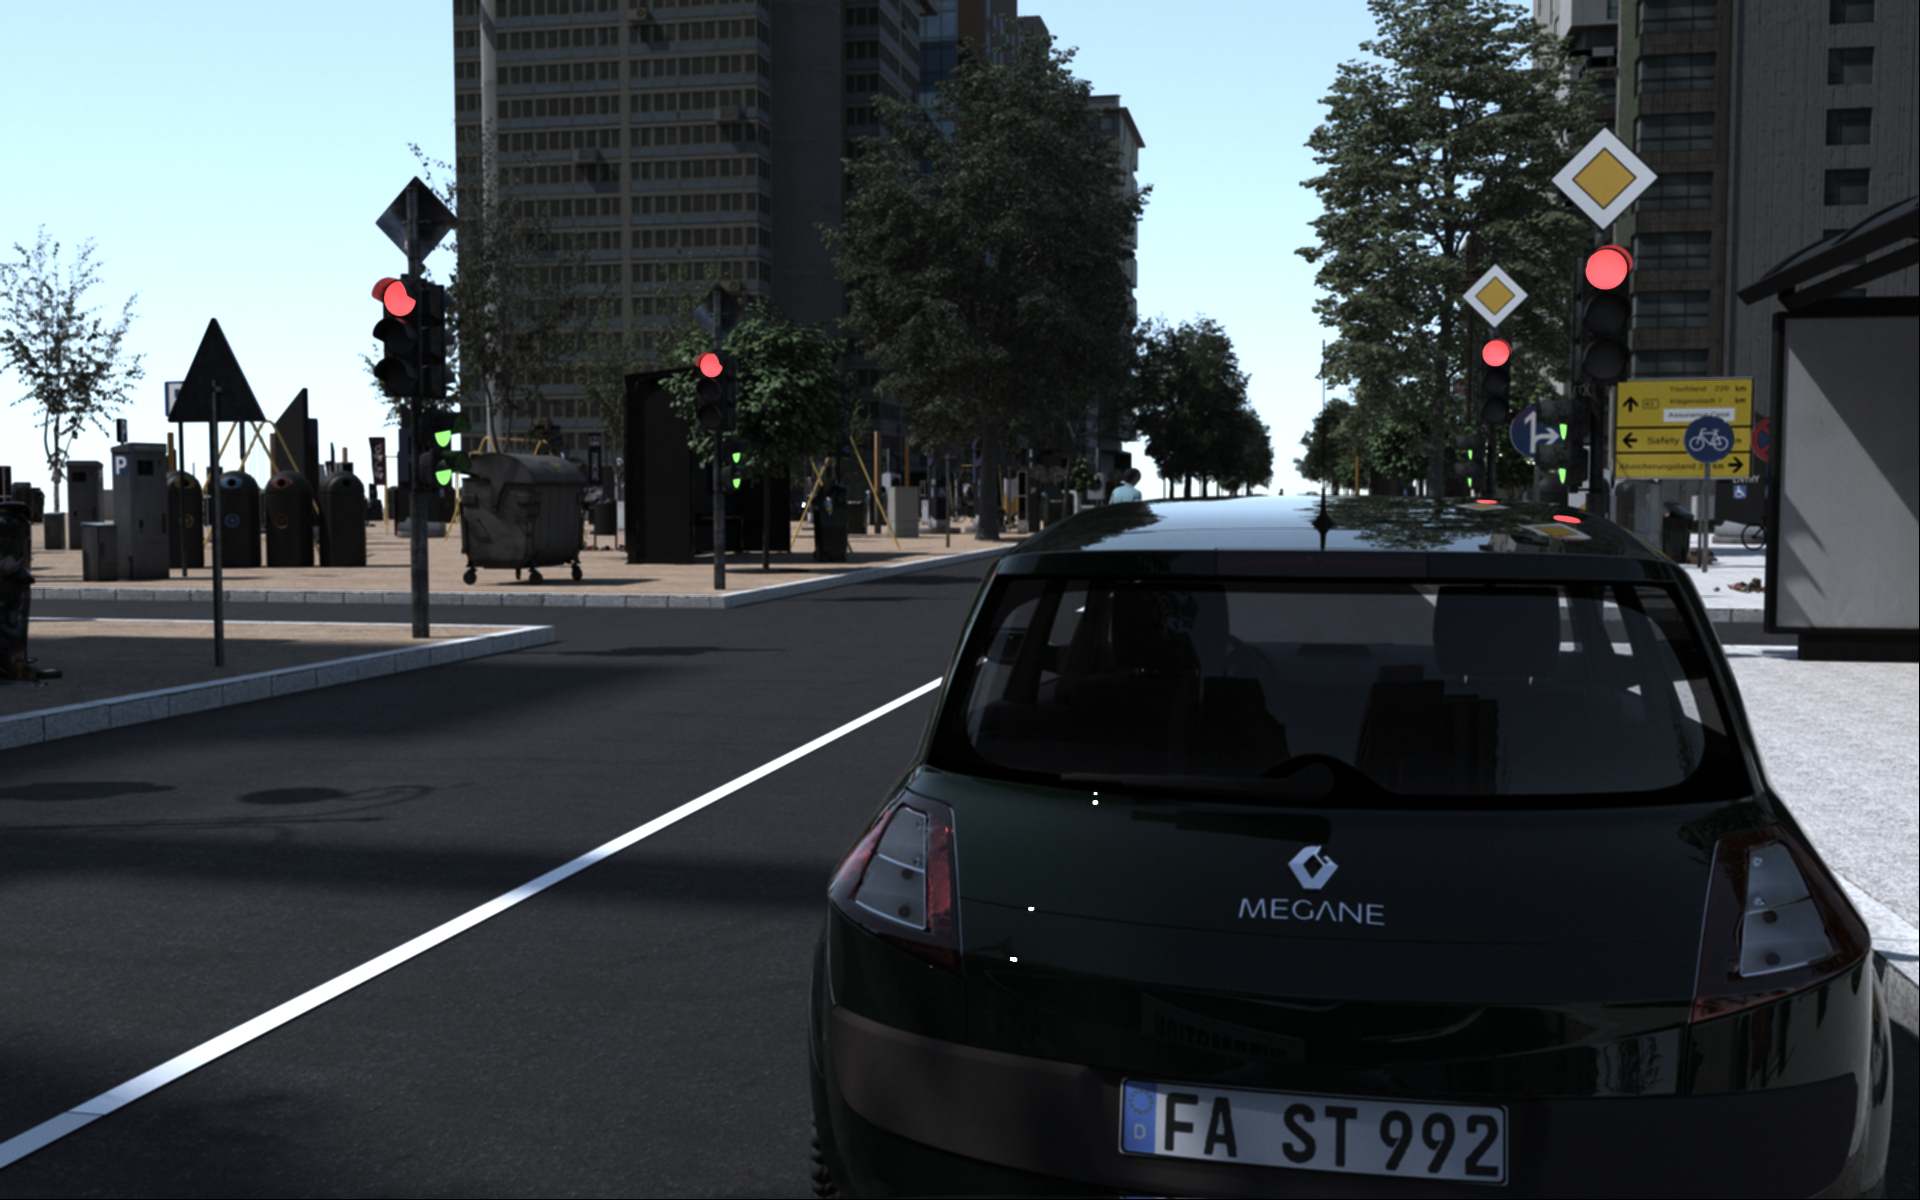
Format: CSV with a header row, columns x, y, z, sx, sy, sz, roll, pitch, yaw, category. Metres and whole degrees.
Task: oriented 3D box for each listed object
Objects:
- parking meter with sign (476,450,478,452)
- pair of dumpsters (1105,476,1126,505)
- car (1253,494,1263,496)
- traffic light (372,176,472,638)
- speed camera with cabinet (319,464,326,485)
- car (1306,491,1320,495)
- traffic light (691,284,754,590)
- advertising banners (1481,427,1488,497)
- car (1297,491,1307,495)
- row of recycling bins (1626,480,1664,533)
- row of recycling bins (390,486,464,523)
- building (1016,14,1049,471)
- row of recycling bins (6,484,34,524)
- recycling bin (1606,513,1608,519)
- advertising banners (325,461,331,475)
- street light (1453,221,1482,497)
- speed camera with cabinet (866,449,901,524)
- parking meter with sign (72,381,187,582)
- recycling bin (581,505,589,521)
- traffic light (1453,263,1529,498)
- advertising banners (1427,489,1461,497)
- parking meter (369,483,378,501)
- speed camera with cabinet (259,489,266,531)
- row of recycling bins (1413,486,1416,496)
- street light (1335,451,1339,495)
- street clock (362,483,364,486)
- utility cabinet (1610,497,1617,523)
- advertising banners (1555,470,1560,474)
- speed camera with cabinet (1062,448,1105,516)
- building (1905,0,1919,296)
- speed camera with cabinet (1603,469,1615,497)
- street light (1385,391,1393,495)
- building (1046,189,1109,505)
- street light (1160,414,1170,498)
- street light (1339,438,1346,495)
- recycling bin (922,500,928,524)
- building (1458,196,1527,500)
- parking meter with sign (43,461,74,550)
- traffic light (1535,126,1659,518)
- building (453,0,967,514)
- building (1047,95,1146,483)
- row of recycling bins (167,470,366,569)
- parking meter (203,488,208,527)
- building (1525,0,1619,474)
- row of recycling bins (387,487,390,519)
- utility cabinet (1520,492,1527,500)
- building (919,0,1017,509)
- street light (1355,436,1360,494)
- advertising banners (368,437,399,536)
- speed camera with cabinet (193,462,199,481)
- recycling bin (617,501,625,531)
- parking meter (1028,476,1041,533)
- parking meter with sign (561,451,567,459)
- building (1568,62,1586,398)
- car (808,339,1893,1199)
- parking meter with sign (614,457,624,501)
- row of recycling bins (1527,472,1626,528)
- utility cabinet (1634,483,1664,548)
x,y,z,sx,sy,sz,roll,pitch,yaw,category
-18.504,-4.483,69.563,1.738,3.016,0.543,-1,4,-16,parking meter with sign
8.297,-5.515,92.666,1.574,2.255,4.437,1,4,12,pair of dumpsters
34.185,-11.556,198.728,2.009,1.686,4.222,1,4,12,car
-4.800,-1.616,15.350,0.839,4.253,0.868,1,4,11,traffic light
-18.425,-3.379,49.577,0.660,3.252,2.038,-2,4,-24,speed camera with cabinet
49.388,-14.350,243.300,2.281,1.827,5.304,1,4,10,car
-3.215,-2.095,23.177,0.839,4.253,0.868,1,4,11,traffic light
9.579,-2.163,31.549,0.090,3.025,2.074,1,4,19,advertising banners
43.676,-12.996,221.285,1.959,1.807,4.718,1,4,13,car
18.323,-2.435,46.923,1.069,1.692,3.534,1,4,14,row of recycling bins
-23.290,-4.272,76.967,3.534,1.692,1.069,-2,4,-25,row of recycling bins
-0.559,-28.227,145.111,14.154,41.232,14.086,1,4,11,building
-39.861,-4.008,72.637,1.069,1.692,3.534,-1,4,-11,row of recycling bins
8.098,-0.643,23.061,0.722,1.027,0.722,-2,4,-30,recycling bin
-32.435,-5.813,91.236,2.074,3.025,0.090,0,4,6,advertising banners
8.711,-3.477,29.634,0.468,5.910,1.993,1,4,11,street light
-3.415,-4.914,74.687,0.660,3.252,2.038,3,5,40,speed camera with cabinet
-12.355,-1.821,26.031,0.543,3.016,1.738,1,4,23,parking meter with sign
-18.351,-4.383,84.221,0.722,1.027,0.722,-2,4,-25,recycling bin
6.503,-1.976,21.233,0.839,4.253,0.868,1,4,11,traffic light
15.061,-3.462,52.790,2.074,3.025,0.090,-2,4,-27,advertising banners
-31.384,-5.318,92.658,0.399,1.863,0.255,-1,4,-9,parking meter
-23.589,-4.000,59.735,0.660,3.252,2.038,2,4,32,speed camera with cabinet
23.985,-5.162,91.511,1.069,1.692,3.534,2,4,31,row of recycling bins
37.018,-12.008,169.117,0.468,5.910,1.993,1,4,11,street light
-36.531,-6.166,105.390,0.471,2.002,0.358,-2,4,-32,street clock
16.517,-2.053,44.732,1.020,1.237,0.306,-2,4,-35,utility cabinet
23.083,-4.172,64.399,2.074,3.025,0.090,1,4,12,advertising banners
5.166,-4.879,74.112,2.038,3.252,0.660,1,4,17,speed camera with cabinet
37.513,-18.871,80.239,14.160,30.474,14.107,1,4,11,building
23.016,-4.148,62.159,0.660,3.252,2.038,2,4,31,speed camera with cabinet
15.260,-5.449,61.883,0.468,5.910,1.993,1,4,11,street light
3.804,-31.675,209.759,32.217,40.220,23.993,1,4,11,building
11.664,-7.702,98.707,0.468,5.910,1.993,1,4,11,street light
30.314,-10.003,136.339,0.468,5.910,1.993,1,4,11,street light
-1.151,-3.729,73.525,0.722,1.027,0.722,2,4,26,recycling bin
80.291,-33.063,232.463,32.217,40.220,23.993,1,4,11,building
-20.171,-2.671,39.933,1.738,3.016,0.543,-1,4,-11,parking meter with sign
4.918,-1.498,13.406,0.839,4.253,0.868,1,4,11,traffic light
-15.913,-25.835,114.279,32.217,40.220,23.993,1,4,11,building
9.644,-39.517,235.341,28.713,52.752,27.495,1,4,11,building
-12.289,-1.426,30.434,3.534,1.692,1.069,-1,4,-12,row of recycling bins
-29.733,-3.679,68.559,0.372,1.533,0.369,0,3,0,parking meter
59.971,-33.386,135.107,28.713,52.752,27.495,1,4,11,building
-27.834,-4.891,87.076,1.069,1.692,3.534,-3,5,-44,row of recycling bins
18.555,-2.863,55.484,1.173,1.500,0.318,0,4,2,utility cabinet
-3.677,-29.425,131.213,14.600,45.320,14.200,1,4,11,building
23.723,-8.015,103.826,0.468,5.910,1.993,1,4,11,street light
-17.042,-3.472,52.957,2.074,3.025,0.090,0,4,3,advertising banners
-48.283,-6.941,107.816,2.038,3.252,0.660,2,4,30,speed camera with cabinet
-11.584,-2.966,61.049,0.722,1.027,0.722,3,4,36,recycling bin
2.479,-3.169,57.519,0.399,1.863,0.255,1,4,17,parking meter
-16.397,-4.504,69.895,0.543,3.016,1.738,0,4,5,parking meter with sign
48.329,-21.105,116.769,14.160,30.474,14.107,1,4,11,building
0.929,0.333,4.345,2.009,1.686,4.222,1,4,13,car
-15.996,-5.309,83.058,0.543,3.016,1.738,1,4,11,parking meter with sign
12.081,-1.658,34.225,1.069,1.692,3.534,2,4,35,row of recycling bins
14.607,-1.714,36.701,0.318,1.500,1.173,0,4,8,utility cabinet
